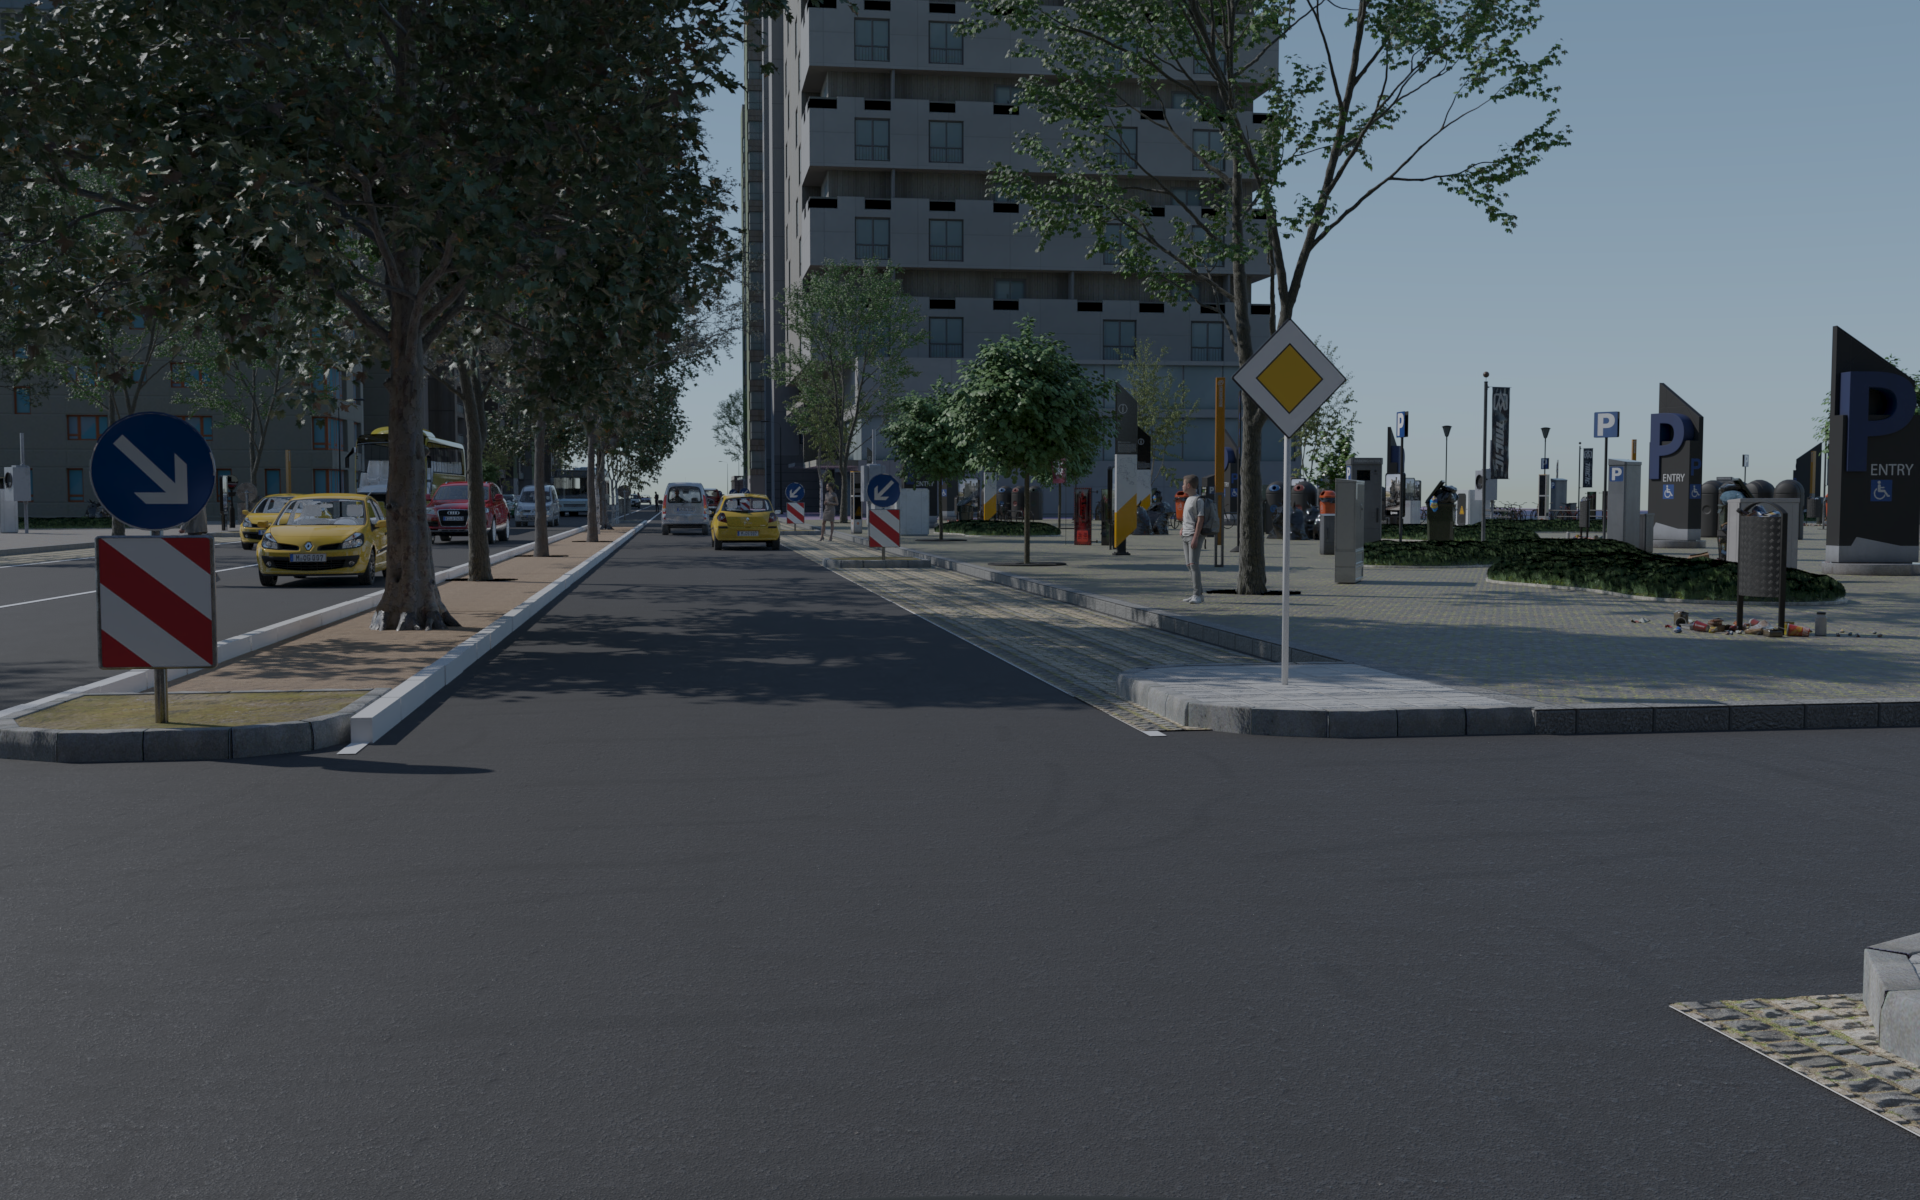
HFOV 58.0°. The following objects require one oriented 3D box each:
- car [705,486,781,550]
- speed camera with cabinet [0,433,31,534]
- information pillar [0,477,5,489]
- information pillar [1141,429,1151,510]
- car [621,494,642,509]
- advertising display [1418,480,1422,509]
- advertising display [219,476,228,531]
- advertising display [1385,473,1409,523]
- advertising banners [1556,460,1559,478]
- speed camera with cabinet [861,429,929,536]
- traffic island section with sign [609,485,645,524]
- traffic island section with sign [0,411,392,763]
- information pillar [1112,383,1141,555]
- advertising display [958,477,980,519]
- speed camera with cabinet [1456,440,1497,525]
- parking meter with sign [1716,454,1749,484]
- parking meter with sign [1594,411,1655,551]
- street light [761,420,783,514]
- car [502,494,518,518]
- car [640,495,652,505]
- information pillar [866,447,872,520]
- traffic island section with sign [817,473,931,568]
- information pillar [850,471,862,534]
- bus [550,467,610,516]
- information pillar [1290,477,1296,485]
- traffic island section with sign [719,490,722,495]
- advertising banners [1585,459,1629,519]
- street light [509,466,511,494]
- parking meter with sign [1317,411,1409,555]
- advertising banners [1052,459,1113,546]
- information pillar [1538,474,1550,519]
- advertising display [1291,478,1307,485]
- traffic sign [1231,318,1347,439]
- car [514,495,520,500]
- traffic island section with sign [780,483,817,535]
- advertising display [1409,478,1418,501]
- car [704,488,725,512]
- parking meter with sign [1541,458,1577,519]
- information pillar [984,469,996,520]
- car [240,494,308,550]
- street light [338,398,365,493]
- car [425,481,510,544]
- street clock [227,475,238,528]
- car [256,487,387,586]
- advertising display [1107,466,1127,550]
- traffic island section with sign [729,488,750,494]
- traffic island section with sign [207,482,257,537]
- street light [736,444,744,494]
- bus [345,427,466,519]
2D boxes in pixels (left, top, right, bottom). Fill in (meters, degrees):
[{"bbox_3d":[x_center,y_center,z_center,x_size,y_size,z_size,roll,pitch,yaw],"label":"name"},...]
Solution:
[{"bbox_3d":[-5.690,-2.169,45.691,2.015,1.641,3.980,-1,4,-10],"label":"car"},{"bbox_3d":[-31.033,-3.801,56.487,2.038,3.252,0.660,3,5,40],"label":"speed camera with cabinet"},{"bbox_3d":[-41.883,-4.351,75.631,0.304,2.012,0.304,-3,4,-36],"label":"information pillar"},{"bbox_3d":[6.227,-4.130,58.874,0.504,3.616,0.183,0,4,4],"label":"information pillar"},{"bbox_3d":[-32.506,-9.881,171.335,2.009,1.686,4.222,-1,4,-10],"label":"car"},{"bbox_3d":[21.021,-4.609,80.566,0.123,1.923,0.974,-3,4,-38],"label":"advertising display"},{"bbox_3d":[-25.813,-3.396,60.732,0.123,1.923,0.974,-1,4,-14],"label":"advertising display"},{"bbox_3d":[13.122,-2.876,52.241,0.123,1.923,0.974,-1,4,-18],"label":"advertising display"},{"bbox_3d":[30.376,-5.599,87.734,0.090,3.025,2.074,1,4,10],"label":"advertising banners"},{"bbox_3d":[-2.005,-3.611,53.371,2.038,3.252,0.660,-1,4,-14],"label":"speed camera with cabinet"},{"bbox_3d":[-16.378,-4.666,84.433,2.006,1.907,1.989,-1,4,-9],"label":"traffic island section with sign"},{"bbox_3d":[-4.555,-0.128,10.227,2.006,1.907,1.989,-1,4,-9],"label":"traffic island section with sign"},{"bbox_3d":[3.462,-2.747,36.260,0.504,3.616,0.183,-1,4,-20],"label":"information pillar"},{"bbox_3d":[0.337,-3.783,67.072,0.974,1.923,0.123,2,4,34],"label":"advertising display"},{"bbox_3d":[19.099,-4.263,64.040,0.660,3.252,2.038,-1,4,-12],"label":"speed camera with cabinet"},{"bbox_3d":[33.952,-4.927,76.817,1.738,3.016,0.543,3,5,44],"label":"parking meter with sign"},{"bbox_3d":[14.312,-2.506,37.230,1.738,3.016,0.543,-3,5,-40],"label":"parking meter with sign"},{"bbox_3d":[-11.861,-8.367,109.347,1.470,5.913,1.316,-1,4,-9],"label":"street light"},{"bbox_3d":[-27.514,-5.656,104.275,2.131,1.459,4.920,-1,4,-9],"label":"car"},{"bbox_3d":[-43.462,-13.847,238.983,1.945,1.354,3.894,-1,4,-9],"label":"car"},{"bbox_3d":[-4.420,-5.808,86.323,0.504,3.616,0.183,1,4,23],"label":"information pillar"},{"bbox_3d":[-1.696,-1.565,34.212,1.989,1.847,2.006,-1,4,-9],"label":"traffic island section with sign"},{"bbox_3d":[-3.347,-3.150,55.992,0.304,2.012,0.304,-1,4,-22],"label":"information pillar"},{"bbox_3d":[-24.946,-7.317,114.490,2.948,3.499,13.247,0,4,-7],"label":"bus"},{"bbox_3d":[14.460,-4.356,75.717,0.304,2.012,0.304,-2,4,-33],"label":"information pillar"},{"bbox_3d":[-18.068,-7.854,137.032,1.989,1.847,2.006,-1,4,-9],"label":"traffic island section with sign"},{"bbox_3d":[32.627,-5.576,87.350,2.074,3.025,0.090,1,4,11],"label":"advertising banners"},{"bbox_3d":[-42.647,-11.844,166.196,1.470,5.913,1.316,-1,4,-9],"label":"street light"},{"bbox_3d":[8.511,-2.465,36.569,1.738,3.016,0.543,0,4,-4],"label":"parking meter with sign"},{"bbox_3d":[3.104,-2.882,43.311,2.074,3.025,0.090,2,4,33],"label":"advertising banners"},{"bbox_3d":[21.751,-3.673,64.541,0.304,2.012,0.304,3,5,40],"label":"information pillar"},{"bbox_3d":[13.580,-3.931,69.493,0.123,1.923,0.974,-1,4,-22],"label":"advertising display"},{"bbox_3d":[2.208,-0.573,11.560,0.795,2.593,0.064,-1,4,-9],"label":"traffic sign"},{"bbox_3d":[-30.378,-6.555,119.542,2.083,1.381,4.827,-1,4,-8],"label":"car"},{"bbox_3d":[-5.942,-3.193,60.832,1.989,1.847,2.006,-1,4,-9],"label":"traffic island section with sign"},{"bbox_3d":[17.493,-3.823,67.716,0.123,1.923,0.974,3,5,43],"label":"advertising display"},{"bbox_3d":[-16.129,-6.219,110.353,2.281,1.827,5.304,0,4,-7],"label":"car"},{"bbox_3d":[28.991,-5.353,83.777,1.738,3.016,0.543,-1,4,-16],"label":"parking meter with sign"},{"bbox_3d":[1.144,-4.583,66.281,0.504,3.616,0.183,-1,4,-16],"label":"information pillar"},{"bbox_3d":[-17.798,-2.181,45.880,2.015,1.641,3.980,0,4,-8],"label":"car"},{"bbox_3d":[-29.534,-6.820,84.043,1.470,5.913,1.316,-1,4,-9],"label":"street light"},{"bbox_3d":[-14.631,-2.613,51.401,2.281,1.827,5.304,0,4,-8],"label":"car"},{"bbox_3d":[-27.543,-3.727,65.502,0.471,2.002,0.358,-2,4,-34],"label":"street clock"},{"bbox_3d":[-10.328,-1.111,28.390,2.015,1.641,3.980,-1,4,-11],"label":"car"},{"bbox_3d":[3.663,-2.138,40.174,0.123,1.923,0.974,2,4,28],"label":"advertising display"},{"bbox_3d":[-13.840,-6.225,110.409,1.989,1.847,2.006,-1,4,-9],"label":"traffic island section with sign"},{"bbox_3d":[-23.932,-3.018,57.974,1.989,1.847,2.006,-1,4,-9],"label":"traffic island section with sign"},{"bbox_3d":[-20.272,-11.561,161.571,1.470,5.913,1.316,-1,4,-9],"label":"street light"},{"bbox_3d":[-20.991,-4.587,66.542,2.896,3.916,12.252,-1,4,-9],"label":"bus"}]
